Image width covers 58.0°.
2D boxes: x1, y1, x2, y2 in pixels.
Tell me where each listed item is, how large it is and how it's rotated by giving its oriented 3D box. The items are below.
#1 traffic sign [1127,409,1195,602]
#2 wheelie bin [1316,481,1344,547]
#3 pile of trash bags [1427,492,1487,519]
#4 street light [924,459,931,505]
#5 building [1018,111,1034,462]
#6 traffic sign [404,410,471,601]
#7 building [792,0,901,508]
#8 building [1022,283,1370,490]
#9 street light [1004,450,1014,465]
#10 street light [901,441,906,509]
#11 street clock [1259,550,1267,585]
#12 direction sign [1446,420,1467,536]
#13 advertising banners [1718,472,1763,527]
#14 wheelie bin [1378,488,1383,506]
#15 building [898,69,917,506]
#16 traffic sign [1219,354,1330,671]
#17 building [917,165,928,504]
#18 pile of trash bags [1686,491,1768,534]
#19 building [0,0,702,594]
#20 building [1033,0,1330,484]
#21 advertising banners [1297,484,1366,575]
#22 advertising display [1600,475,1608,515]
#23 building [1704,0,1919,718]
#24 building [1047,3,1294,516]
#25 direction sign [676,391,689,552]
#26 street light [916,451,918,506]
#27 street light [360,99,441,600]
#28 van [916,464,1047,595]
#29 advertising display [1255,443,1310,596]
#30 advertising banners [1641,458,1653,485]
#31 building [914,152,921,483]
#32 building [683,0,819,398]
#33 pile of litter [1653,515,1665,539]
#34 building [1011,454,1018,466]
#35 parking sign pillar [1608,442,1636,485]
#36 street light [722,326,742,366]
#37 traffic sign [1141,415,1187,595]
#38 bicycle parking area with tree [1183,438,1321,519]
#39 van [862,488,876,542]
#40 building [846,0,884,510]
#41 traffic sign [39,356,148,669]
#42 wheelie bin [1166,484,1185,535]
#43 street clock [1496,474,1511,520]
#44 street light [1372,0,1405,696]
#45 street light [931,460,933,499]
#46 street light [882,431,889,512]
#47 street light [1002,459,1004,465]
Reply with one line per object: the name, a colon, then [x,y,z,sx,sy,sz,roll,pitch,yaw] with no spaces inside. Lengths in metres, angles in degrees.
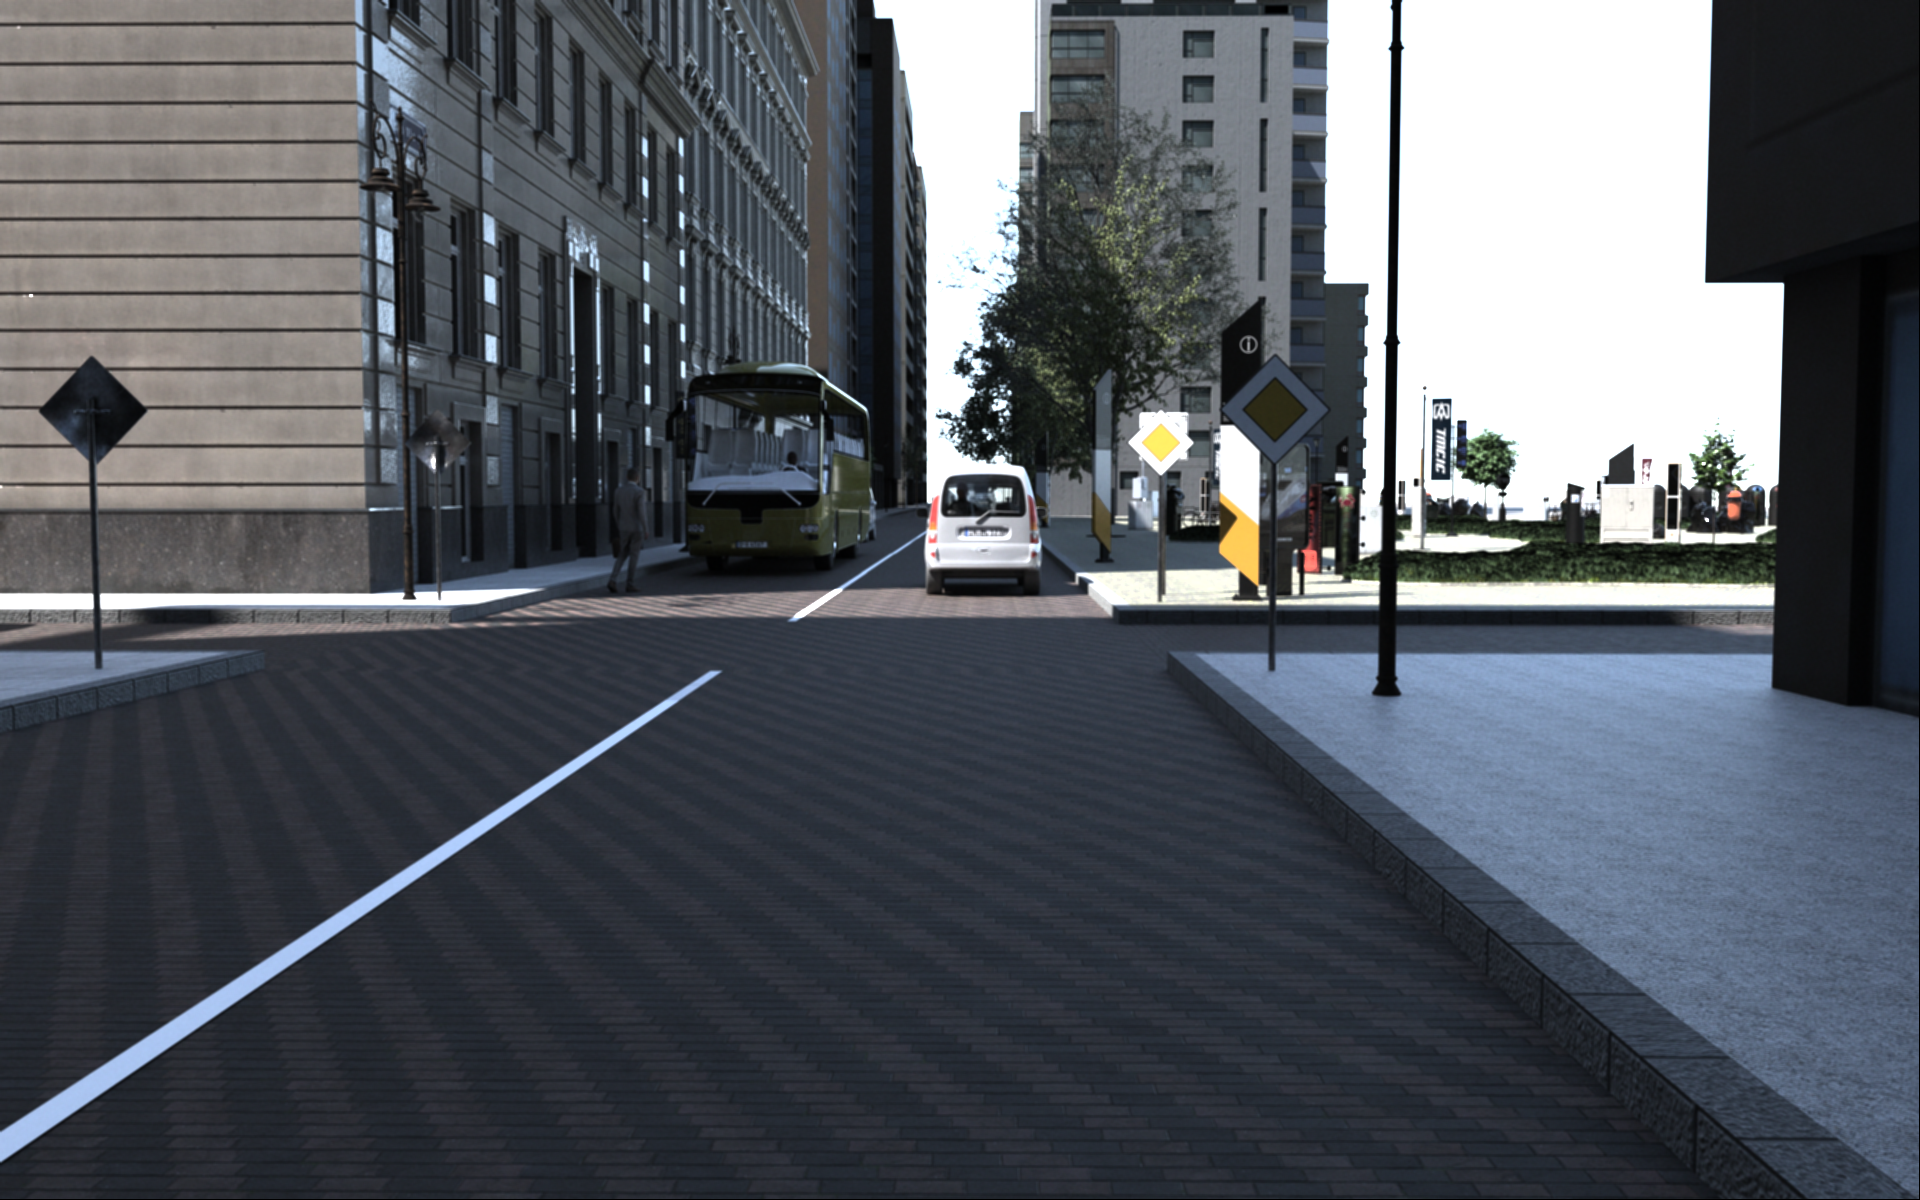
traffic sign: [2.371,-1.032,20.520,0.795,2.450,0.064,0,4,1]
wheelie bin: [8.942,-2.071,41.773,0.980,1.594,0.693,1,4,12]
pile of trash bags: [23.112,-4.403,81.749,3.447,1.369,1.912,-2,4,-26]
street light: [-4.097,-14.390,208.064,0.468,5.910,1.993,0,4,1]
building: [13.279,-30.847,187.947,14.154,41.232,14.086,0,4,1]
traffic sign: [-6.222,-1.040,20.653,0.795,2.450,0.064,0,4,1]
building: [-12.726,-31.276,161.469,14.600,45.320,14.200,0,4,1]
building: [19.765,-19.038,156.317,27.650,21.520,28.899,0,4,1]
street light: [4.834,-12.173,171.816,0.468,5.910,1.993,0,4,1]
street light: [-4.927,-10.940,151.652,0.468,5.910,1.993,0,4,1]
street clock: [4.322,-1.213,24.407,0.358,2.002,0.471,-1,4,-18]
direction sign: [14.984,-3.709,52.640,0.876,3.537,0.379,-1,4,-12]
advertising banners: [30.774,-4.400,68.123,2.074,3.025,0.090,-1,4,-20]
wheelie bin: [23.469,-5.337,95.161,0.980,1.594,0.693,-1,4,-21]
building: [-16.153,-34.670,190.553,21.300,48.544,21.600,0,4,1]
traffic sign: [2.266,-0.544,12.535,0.795,2.450,0.064,0,4,1]
building: [-15.554,-37.859,242.695,21.300,48.544,21.600,0,4,1]
pile of trash bags: [25.157,-2.886,56.936,1.912,1.369,3.447,1,4,12]
building: [-13.025,-14.449,33.498,12.463,27.353,25.104,0,4,1]
building: [15.867,-35.746,126.452,21.231,58.520,28.212,0,4,1]
advertising banners: [5.653,-1.935,27.825,0.090,3.025,2.074,-3,4,-39]
advertising display: [21.803,-3.268,58.653,0.123,1.923,0.974,1,4,13]
building: [11.838,-21.603,3.316,14.600,45.320,14.200,0,4,1]
building: [12.266,-20.461,106.233,14.160,30.474,14.107,0,4,1]
direction sign: [-6.076,-2.843,38.476,0.379,3.537,0.876,1,4,19]
street light: [-4.508,-12.716,180.695,0.468,5.910,1.993,0,4,1]
street light: [-6.679,-2.938,20.830,0.468,5.910,1.993,0,4,1]
van: [0.330,-1.163,26.023,2.013,2.044,4.112,0,3,0]
advertising display: [4.019,-1.011,21.752,0.974,1.923,0.123,-3,4,-37]
advertising banners: [32.439,-5.365,83.913,2.074,3.025,0.090,1,4,19]
building: [-16.214,-34.381,216.752,22.147,44.769,28.867,0,4,1]
building: [-15.824,-17.835,68.014,17.030,29.872,44.131,0,4,1]
pile of litter: [19.992,-2.220,50.256,1.176,0.858,1.719,-2,4,-31]
building: [20.264,-22.316,209.912,27.650,21.520,28.899,0,4,1]
parking sign pillar: [34.638,-6.251,90.684,1.447,3.967,1.447,3,4,37]
street light: [-6.213,-4.587,47.784,0.468,5.910,1.993,0,4,1]
traffic sign: [2.582,-1.213,21.955,0.606,2.300,0.079,0,4,7]
bicycle parking area with tree: [15.710,-6.178,88.007,8.231,4.147,9.016,0,4,2]
van: [-3.521,-2.814,53.028,2.013,2.044,4.112,0,4,2]
building: [-16.895,-43.121,143.282,20.563,71.187,20.611,0,4,1]
traffic sign: [-6.328,-0.552,12.669,0.795,2.450,0.064,0,4,1]
wheelie bin: [6.631,-2.835,54.255,0.693,1.594,0.980,2,4,29]
street clock: [19.357,-3.498,61.764,0.471,2.002,0.358,-1,4,-11]
street light: [2.728,-2.331,10.899,0.468,5.910,1.993,0,4,1]
street light: [-3.861,-16.069,235.520,0.468,5.910,1.993,0,4,1]
street light: [-5.298,-9.269,124.336,0.468,5.910,1.993,0,4,1]
street light: [5.149,-13.918,200.349,0.468,5.910,1.993,0,4,1]
